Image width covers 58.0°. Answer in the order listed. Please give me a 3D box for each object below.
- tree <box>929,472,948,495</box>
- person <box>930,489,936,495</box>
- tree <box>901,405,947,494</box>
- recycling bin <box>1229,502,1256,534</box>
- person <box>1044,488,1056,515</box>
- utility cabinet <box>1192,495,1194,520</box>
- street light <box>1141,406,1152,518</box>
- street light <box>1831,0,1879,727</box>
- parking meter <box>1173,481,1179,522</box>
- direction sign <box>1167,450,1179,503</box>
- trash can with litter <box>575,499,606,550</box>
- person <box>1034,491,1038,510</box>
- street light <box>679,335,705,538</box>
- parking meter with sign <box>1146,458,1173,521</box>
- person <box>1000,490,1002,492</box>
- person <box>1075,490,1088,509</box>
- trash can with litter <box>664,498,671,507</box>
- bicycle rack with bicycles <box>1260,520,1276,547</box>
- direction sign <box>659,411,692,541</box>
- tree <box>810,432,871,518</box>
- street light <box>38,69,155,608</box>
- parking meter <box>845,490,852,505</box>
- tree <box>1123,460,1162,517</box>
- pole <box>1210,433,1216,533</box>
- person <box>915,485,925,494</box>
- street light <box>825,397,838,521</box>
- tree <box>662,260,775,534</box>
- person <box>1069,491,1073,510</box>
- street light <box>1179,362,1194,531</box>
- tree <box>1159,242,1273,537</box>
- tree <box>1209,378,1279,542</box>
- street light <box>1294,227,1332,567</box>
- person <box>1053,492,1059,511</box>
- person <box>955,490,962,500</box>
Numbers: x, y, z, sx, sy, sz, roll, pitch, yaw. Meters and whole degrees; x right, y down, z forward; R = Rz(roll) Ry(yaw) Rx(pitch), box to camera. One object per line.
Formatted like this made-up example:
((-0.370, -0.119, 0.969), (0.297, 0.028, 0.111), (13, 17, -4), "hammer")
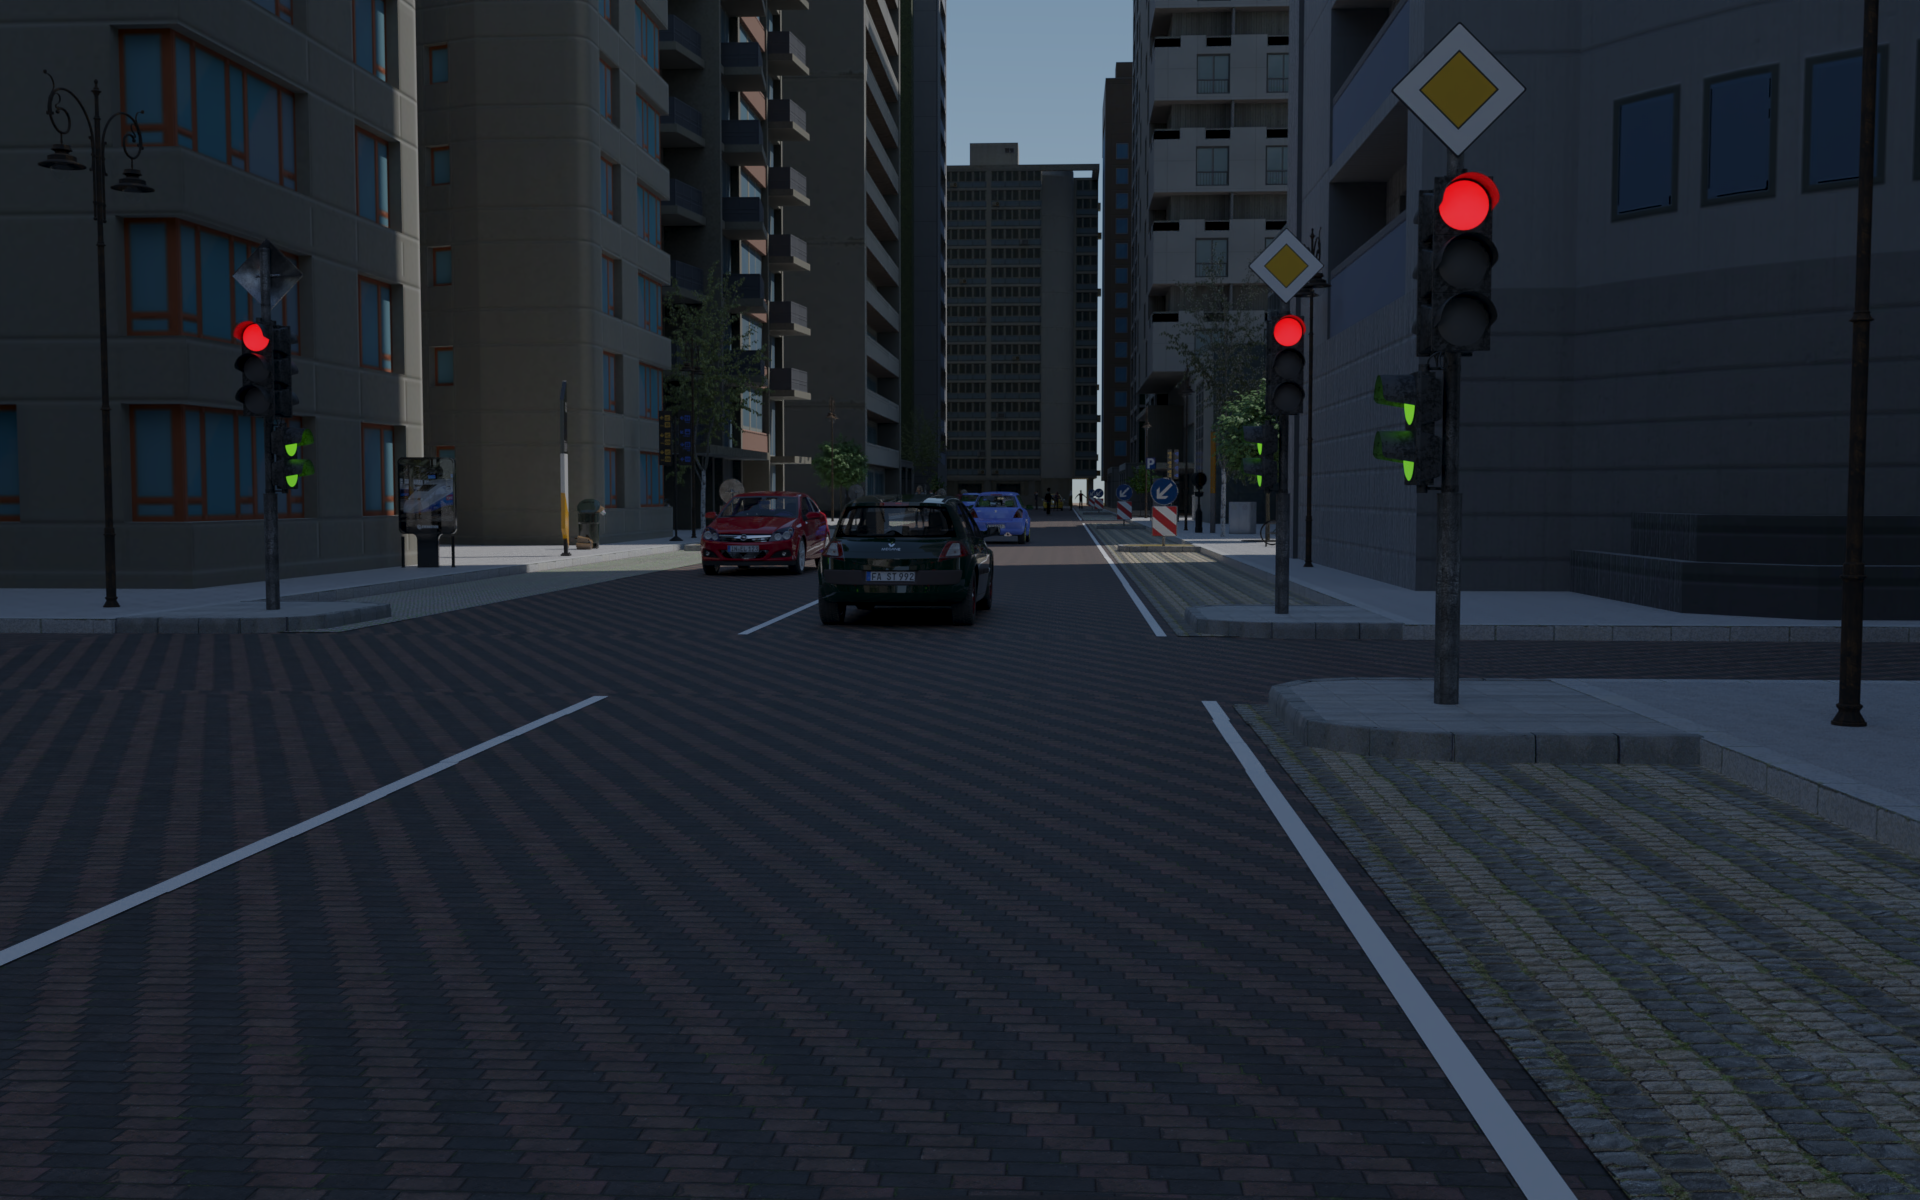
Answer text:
((-2.090, -9.348, 147.442), (1.663, 3.219, 1.824), (0, 3, 0), "tree")
((-1.786, -6.203, 110.726), (0.445, 1.727, 0.742), (1, 4, 19), "person")
((-2.928, -11.759, 142.625), (4.737, 8.622, 4.395), (0, 3, 0), "tree")
((9.117, -2.650, 55.875), (0.722, 1.027, 0.722), (2, 4, 27), "recycling bin")
((6.016, -6.651, 116.878), (0.705, 1.869, 1.348), (-2, 4, -28), "person")
((11.765, -4.581, 86.058), (0.306, 1.237, 1.020), (1, 4, 18), "utility cabinet")
((9.819, -7.250, 91.322), (0.468, 5.910, 1.993), (0, 4, 3), "street light")
((4.937, -2.242, 9.441), (0.468, 5.910, 1.993), (0, 4, 3), "street light")
((9.959, -4.535, 79.858), (0.255, 1.863, 0.399), (0, 4, -2), "parking meter")
((10.844, -5.891, 88.312), (0.876, 3.537, 0.379), (-3, 5, -42), "direction sign")
((-8.609, -1.765, 40.250), (0.624, 1.170, 1.055), (0, 4, -4), "trash can with litter")
((6.928, -9.162, 159.100), (0.445, 1.727, 0.742), (-3, 4, -36), "person")
((-7.780, -4.751, 50.460), (0.468, 5.910, 1.993), (0, 4, 3), "street light")
((9.697, -5.345, 83.644), (0.543, 3.016, 1.738), (3, 5, 41), "parking meter with sign")
((3.163, -7.757, 136.041), (1.217, 1.735, 0.721), (-1, 4, -12), "person")
((11.599, -9.634, 165.983), (1.348, 1.831, 0.705), (-1, 4, -16), "person")
((-9.304, -2.527, 52.706), (1.055, 1.170, 0.624), (-1, 4, -11), "trash can with litter")
((8.630, -1.778, 42.459), (2.925, 0.926, 2.852), (3, 4, 39), "bicycle rack with bicycles")
((-7.748, -3.375, 47.178), (0.876, 3.537, 0.379), (-1, 4, -13), "direction sign")
((-6.319, -6.626, 92.054), (4.285, 4.588, 4.351), (0, 3, 0), "tree")
((-9.625, -2.855, 19.471), (0.468, 5.910, 1.993), (0, 4, 3), "street light")
((-6.076, -5.276, 94.669), (0.372, 1.533, 0.369), (0, 3, 0), "parking meter")
((10.447, -6.399, 99.225), (1.663, 3.219, 1.824), (0, 3, 0), "tree")
((8.318, -3.857, 56.900), (0.158, 3.312, 0.155), (0, 3, 0), "pole")
((-1.649, -3.988, 73.887), (0.709, 1.800, 0.728), (2, 4, 24), "person")
((-5.967, -6.612, 80.894), (0.468, 5.910, 1.993), (0, 4, 3), "street light")
((-8.157, -6.433, 55.536), (4.737, 8.622, 4.395), (0, 3, 0), "tree")
((9.630, -8.712, 151.668), (0.721, 1.736, 1.217), (1, 4, 9), "person")
((7.961, -5.387, 60.866), (0.468, 5.910, 1.993), (0, 4, 3), "street light")
((8.109, -6.189, 51.547), (4.360, 8.622, 3.978), (0, 3, 0), "tree")
((8.429, -3.858, 46.788), (4.285, 4.588, 4.351), (0, 3, 0), "tree")
((6.127, -3.517, 30.283), (0.468, 5.910, 1.993), (0, 4, 3), "street light")
((8.040, -8.245, 144.780), (0.415, 1.643, 0.593), (3, 5, 45), "person")
((0.016, -8.139, 142.298), (1.217, 1.743, 0.721), (0, 4, -2), "person")
